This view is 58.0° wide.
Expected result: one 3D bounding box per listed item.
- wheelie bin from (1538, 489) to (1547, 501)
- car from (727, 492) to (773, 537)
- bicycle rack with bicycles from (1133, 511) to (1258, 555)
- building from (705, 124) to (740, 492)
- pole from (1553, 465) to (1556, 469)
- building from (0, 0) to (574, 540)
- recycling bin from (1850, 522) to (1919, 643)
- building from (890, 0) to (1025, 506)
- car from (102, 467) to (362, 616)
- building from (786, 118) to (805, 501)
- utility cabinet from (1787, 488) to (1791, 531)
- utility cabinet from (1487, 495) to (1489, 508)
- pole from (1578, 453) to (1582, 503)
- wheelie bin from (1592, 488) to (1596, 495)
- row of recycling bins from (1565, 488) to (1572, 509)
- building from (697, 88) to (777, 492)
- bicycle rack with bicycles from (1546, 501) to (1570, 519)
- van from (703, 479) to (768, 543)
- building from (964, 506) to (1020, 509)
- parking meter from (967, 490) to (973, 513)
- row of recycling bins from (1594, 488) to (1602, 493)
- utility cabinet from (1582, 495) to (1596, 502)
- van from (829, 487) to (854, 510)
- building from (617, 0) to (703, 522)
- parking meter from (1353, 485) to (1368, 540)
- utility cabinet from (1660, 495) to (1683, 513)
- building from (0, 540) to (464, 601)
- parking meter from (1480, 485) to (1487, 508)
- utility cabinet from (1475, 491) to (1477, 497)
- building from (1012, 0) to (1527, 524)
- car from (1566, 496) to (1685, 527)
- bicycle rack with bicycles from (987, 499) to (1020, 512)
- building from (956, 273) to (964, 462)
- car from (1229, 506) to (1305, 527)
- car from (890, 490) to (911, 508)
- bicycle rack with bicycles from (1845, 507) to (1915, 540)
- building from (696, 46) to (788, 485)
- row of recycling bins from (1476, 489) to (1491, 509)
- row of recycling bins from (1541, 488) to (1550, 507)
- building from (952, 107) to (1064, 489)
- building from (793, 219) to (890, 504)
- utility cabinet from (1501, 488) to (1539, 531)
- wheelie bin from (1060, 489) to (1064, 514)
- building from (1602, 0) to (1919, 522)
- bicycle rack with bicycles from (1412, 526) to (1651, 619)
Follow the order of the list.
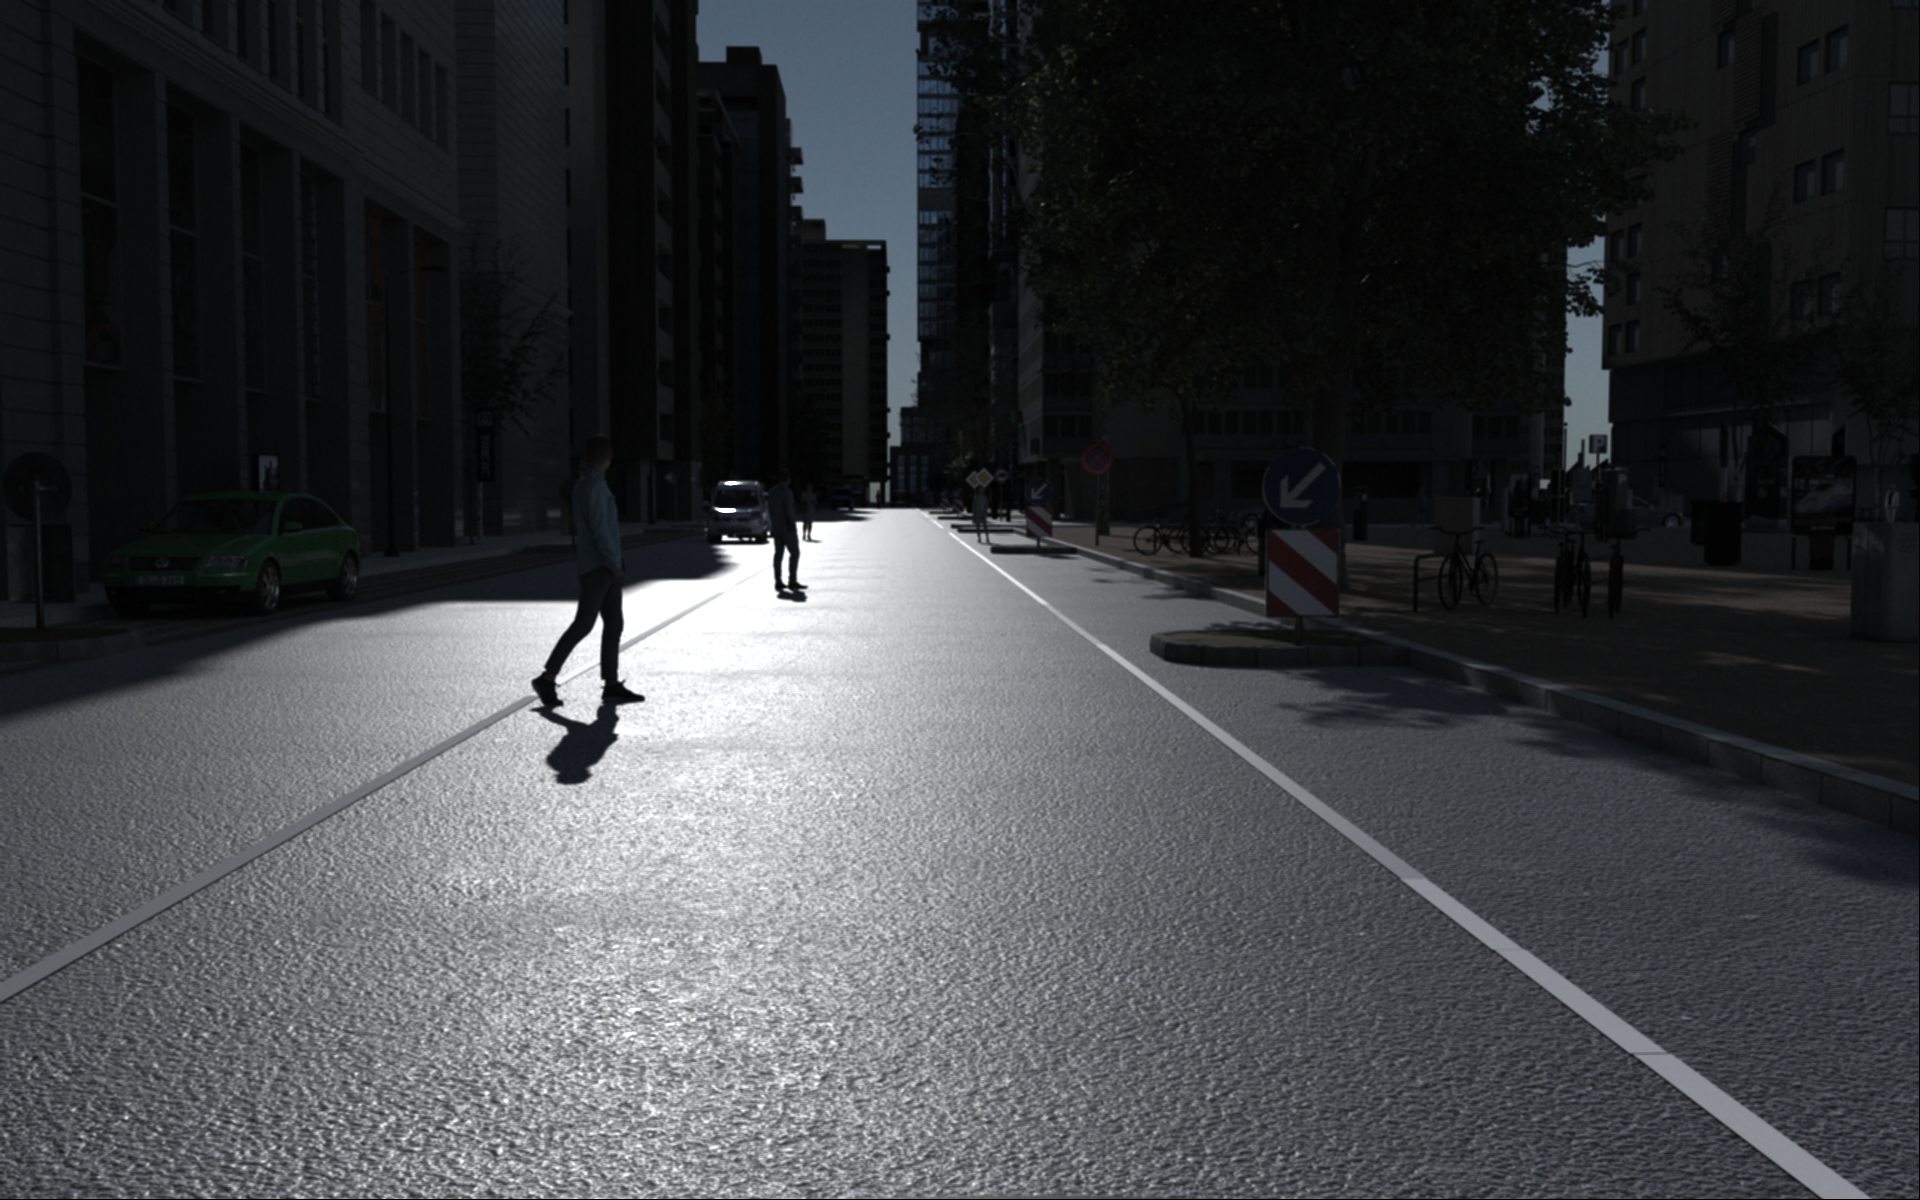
[{"bbox_3d":[36.026,-6.102,107.674,0.693,1.594,0.980,-1,4,-18],"label":"wheelie bin"},{"bbox_3d":[-6.984,-3.036,59.227,1.945,1.707,3.694,0,4,0],"label":"car"},{"bbox_3d":[5.233,-1.457,37.207,2.925,0.926,2.852,0,4,8],"label":"bicycle rack with bicycles"},{"bbox_3d":[-24.971,-22.236,135.268,14.160,30.474,14.107,0,4,-2],"label":"building"},{"bbox_3d":[41.735,-7.819,121.677,0.158,3.312,0.155,0,3,0],"label":"pole"},{"bbox_3d":[-28.761,-17.070,56.579,29.804,29.767,11.434,0,4,-2],"label":"building"},{"bbox_3d":[8.347,-0.163,15.225,0.722,1.027,0.722,0,4,4],"label":"recycling bin"},{"bbox_3d":[5.645,-56.854,242.239,31.000,86.520,22.319,0,4,-2],"label":"building"},{"bbox_3d":[-8.954,-0.783,21.604,1.959,1.807,4.718,0,4,-1],"label":"car"},{"bbox_3d":[-34.364,-36.074,209.424,30.456,49.044,23.786,0,4,-2],"label":"building"},{"bbox_3d":[28.225,-3.115,59.613,0.318,1.500,1.173,-3,4,-38],"label":"utility cabinet"},{"bbox_3d":[41.042,-7.510,133.952,1.020,1.237,0.306,3,4,39],"label":"utility cabinet"},{"bbox_3d":[30.497,-5.590,85.235,0.158,3.312,0.155,0,3,0],"label":"pole"},{"bbox_3d":[33.148,-5.101,91.301,0.980,1.594,0.693,-1,4,-12],"label":"wheelie bin"},{"bbox_3d":[41.017,-6.652,115.868,1.069,1.692,3.534,2,4,25],"label":"row of recycling bins"},{"bbox_3d":[-33.415,-28.549,158.662,32.217,40.220,23.993,0,4,-2],"label":"building"},{"bbox_3d":[30.129,-4.672,89.761,2.852,0.926,2.925,0,4,-7],"label":"bicycle rack with bicycles"},{"bbox_3d":[-6.681,-2.758,52.099,2.013,2.044,4.112,0,4,-4],"label":"van"},{"bbox_3d":[11.550,-52.001,162.879,22.319,86.520,31.000,0,4,-2],"label":"building"},{"bbox_3d":[0.758,-7.564,132.075,0.372,1.533,0.369,0,3,0],"label":"parking meter"},{"bbox_3d":[40.247,-6.098,106.818,3.534,1.692,1.069,2,4,25],"label":"row of recycling bins"},{"bbox_3d":[31.619,-4.609,86.511,1.020,1.237,0.306,2,4,34],"label":"utility cabinet"},{"bbox_3d":[-10.739,-9.401,158.090,2.240,2.365,5.245,0,4,-1],"label":"van"},{"bbox_3d":[-19.840,-18.858,80.034,14.160,30.474,14.107,0,4,-2],"label":"building"},{"bbox_3d":[11.099,-2.422,48.019,0.372,1.533,0.369,0,3,0],"label":"parking meter"},{"bbox_3d":[34.566,-4.462,84.120,1.020,1.237,0.306,2,4,26],"label":"utility cabinet"},{"bbox_3d":[-17.076,-15.256,26.920,11.434,29.767,29.804,0,4,-2],"label":"building"},{"bbox_3d":[34.077,-6.548,112.778,0.399,1.863,0.255,3,5,43],"label":"parking meter"},{"bbox_3d":[39.424,-7.585,132.689,1.173,1.500,0.318,3,4,36],"label":"utility cabinet"},{"bbox_3d":[15.225,-24.257,88.486,23.993,40.220,32.217,0,4,-2],"label":"building"},{"bbox_3d":[26.610,-3.499,69.210,4.499,1.417,2.014,0,4,-1],"label":"car"},{"bbox_3d":[3.600,-6.939,126.837,2.852,0.926,2.925,-3,5,-45],"label":"bicycle rack with bicycles"},{"bbox_3d":[6.395,-27.210,216.576,14.160,30.474,14.107,0,4,-2],"label":"building"},{"bbox_3d":[13.028,-3.509,69.374,4.499,1.417,2.014,0,4,-1],"label":"car"},{"bbox_3d":[-6.180,-10.478,179.991,2.281,1.827,5.304,0,4,-2],"label":"car"},{"bbox_3d":[25.796,-2.128,48.173,2.925,0.926,2.852,-2,4,-31],"label":"bicycle rack with bicycles"},{"bbox_3d":[-25.148,-32.279,177.878,14.600,45.320,14.200,0,4,-2],"label":"building"},{"bbox_3d":[37.435,-7.270,125.983,3.534,1.692,1.069,1,4,22],"label":"row of recycling bins"},{"bbox_3d":[42.269,-7.311,126.647,3.534,1.692,1.069,-3,5,-44],"label":"row of recycling bins"},{"bbox_3d":[10.312,-33.040,194.820,22.147,44.769,28.867,0,4,-2],"label":"building"},{"bbox_3d":[-22.010,-33.985,247.541,23.993,40.220,32.217,0,4,-2],"label":"building"},{"bbox_3d":[18.943,-3.055,58.635,1.173,1.500,0.318,0,4,-5],"label":"utility cabinet"},{"bbox_3d":[6.673,-6.414,112.769,0.980,1.594,0.693,3,5,44],"label":"wheelie bin"},{"bbox_3d":[51.497,-30.556,88.837,27.495,52.752,28.713,0,4,-2],"label":"building"},{"bbox_3d":[6.348,-0.357,19.227,2.852,0.926,2.925,2,4,31],"label":"bicycle rack with bicycles"}]
